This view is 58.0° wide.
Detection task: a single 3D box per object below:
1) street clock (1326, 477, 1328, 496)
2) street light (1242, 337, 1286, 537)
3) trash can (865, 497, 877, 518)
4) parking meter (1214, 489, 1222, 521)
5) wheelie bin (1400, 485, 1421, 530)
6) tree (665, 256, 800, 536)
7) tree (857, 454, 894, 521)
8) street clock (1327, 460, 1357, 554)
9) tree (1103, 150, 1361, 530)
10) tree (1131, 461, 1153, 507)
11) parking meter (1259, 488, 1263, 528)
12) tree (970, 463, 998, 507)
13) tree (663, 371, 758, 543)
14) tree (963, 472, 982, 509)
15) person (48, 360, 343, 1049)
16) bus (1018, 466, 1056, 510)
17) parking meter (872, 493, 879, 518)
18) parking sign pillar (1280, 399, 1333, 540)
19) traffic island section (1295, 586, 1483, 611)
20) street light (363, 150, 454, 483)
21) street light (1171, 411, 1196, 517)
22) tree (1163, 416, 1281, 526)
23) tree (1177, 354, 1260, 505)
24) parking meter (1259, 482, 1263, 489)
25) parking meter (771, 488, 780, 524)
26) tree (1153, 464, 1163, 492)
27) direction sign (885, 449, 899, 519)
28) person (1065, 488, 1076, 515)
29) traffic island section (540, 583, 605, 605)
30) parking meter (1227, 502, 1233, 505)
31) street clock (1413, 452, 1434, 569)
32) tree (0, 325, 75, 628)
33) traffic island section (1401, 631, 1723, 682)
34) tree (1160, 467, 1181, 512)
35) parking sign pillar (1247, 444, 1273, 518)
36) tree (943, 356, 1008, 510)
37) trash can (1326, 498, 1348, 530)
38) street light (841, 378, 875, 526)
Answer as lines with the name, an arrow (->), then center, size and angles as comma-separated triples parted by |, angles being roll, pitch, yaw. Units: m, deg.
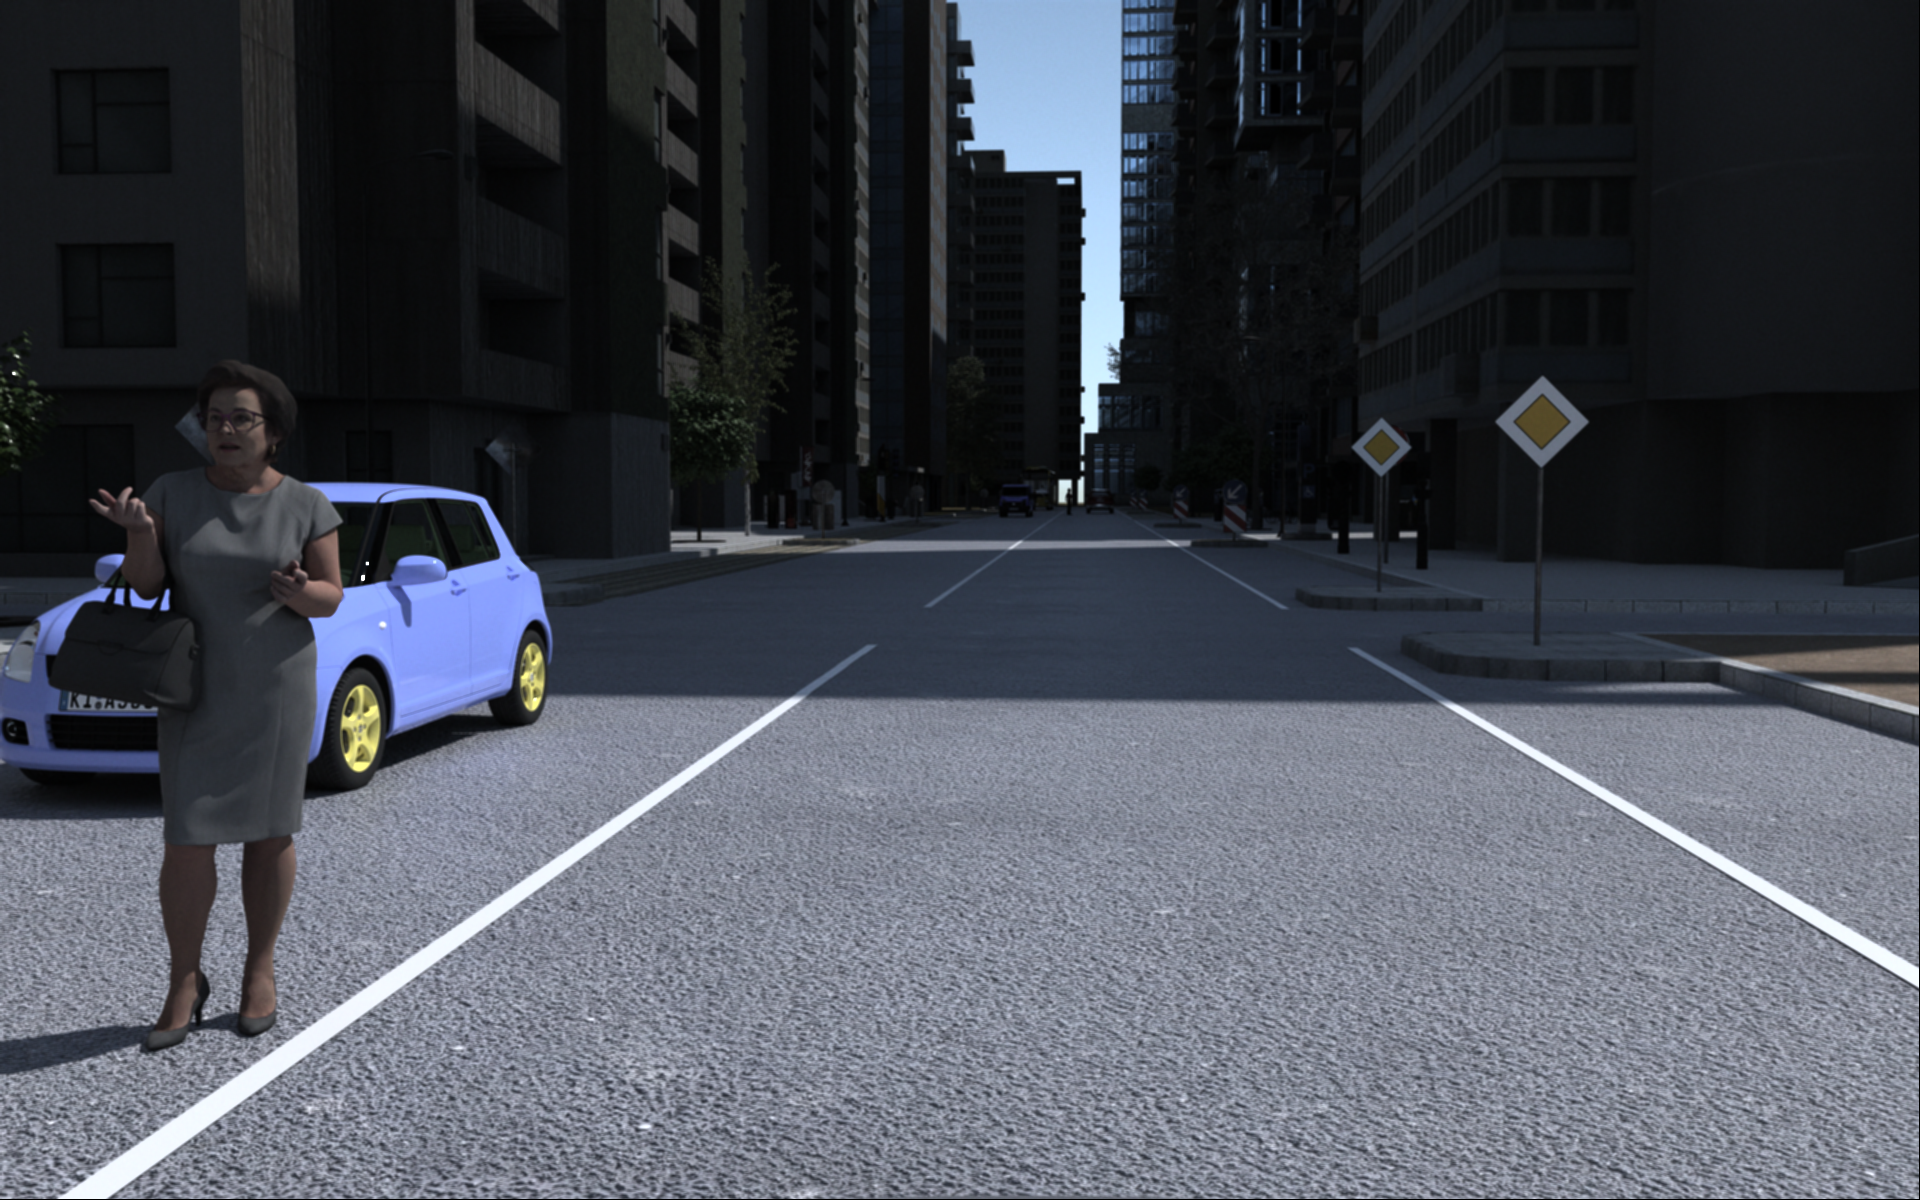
street clock -> 15.190, -4.062, 70.990 | 0.358, 2.002, 0.471 | 0, 4, -7
street light -> 9.033, -4.818, 51.322 | 1.470, 5.913, 1.316 | 0, 4, 4
trash can -> -4.687, -4.873, 91.326 | 0.748, 1.137, 0.748 | 0, 3, 0
parking meter -> 12.098, -4.448, 81.129 | 0.372, 1.533, 0.369 | 0, 3, 0
wheelie bin -> 15.855, -3.265, 61.291 | 0.693, 1.594, 0.980 | -3, 5, -39
tree -> -6.704, -6.259, 52.704 | 4.737, 8.622, 4.395 | 0, 3, 0
tree -> -4.227, -5.419, 83.199 | 1.663, 3.219, 1.824 | 0, 3, 0
street clock -> 8.251, -1.997, 37.215 | 0.471, 2.002, 0.358 | 3, 4, 38
tree -> 10.584, -9.247, 61.557 | 12.009, 13.543, 11.850 | 0, 3, 0
tree -> 18.588, -11.455, 171.006 | 4.285, 4.588, 4.351 | 0, 3, 0
parking meter -> 11.173, -3.457, 64.926 | 0.372, 1.533, 0.369 | 0, 3, 0
tree -> 2.281, -11.763, 176.042 | 4.285, 4.588, 4.351 | 0, 3, 0
tree -> -7.074, -3.828, 46.300 | 4.285, 4.588, 4.351 | 0, 3, 0
tree -> 0.931, -9.435, 148.860 | 1.663, 3.219, 1.824 | 0, 3, 0
person -> -1.983, 0.266, 4.513 | 0.716, 1.782, 0.532 | -1, 4, -17
bus -> 7.009, -9.962, 154.424 | 2.896, 3.916, 12.252 | 0, 4, 6
parking meter -> -4.613, -5.425, 94.415 | 0.255, 1.863, 0.399 | 1, 4, 16
parking sign pillar -> 9.719, -3.670, 48.470 | 1.447, 3.967, 1.447 | 0, 4, 7
traffic island section -> 5.500, -0.023, 22.652 | 2.009, 0.180, 2.903 | 0, 4, 4
street light -> -7.527, -3.122, 23.591 | 1.470, 5.913, 1.316 | 0, 4, 4
street light -> 12.521, -7.616, 97.066 | 1.470, 5.913, 1.316 | 0, 4, 4
tree -> 11.505, -5.343, 71.078 | 4.285, 4.588, 4.351 | 0, 3, 0
tree -> 13.093, -8.315, 86.316 | 4.360, 8.622, 3.978 | 0, 3, 0
parking meter -> 14.138, -4.642, 81.605 | 0.255, 1.863, 0.399 | 0, 4, 2
parking meter -> -7.937, -4.033, 74.344 | 0.372, 1.533, 0.369 | 0, 3, 0
tree -> 12.955, -6.759, 94.230 | 4.285, 4.588, 4.351 | 0, 3, 0
direction sign -> -3.494, -5.855, 87.731 | 0.876, 3.537, 0.379 | 1, 4, 23
person -> 7.502, -6.732, 118.502 | 0.705, 1.831, 1.348 | -2, 4, -24
traffic island section -> -6.059, -0.075, 23.511 | 2.009, 0.180, 2.903 | 0, 4, 4
parking meter -> 10.220, -3.473, 65.200 | 0.372, 1.533, 0.369 | 0, 3, 0
street clock -> 7.887, -1.525, 29.510 | 0.358, 2.002, 0.471 | 1, 4, 15
tree -> -9.698, -1.362, 16.872 | 1.663, 3.219, 1.824 | 0, 3, 0
traffic island section -> 4.910, 0.464, 14.689 | 2.009, 0.180, 2.903 | 0, 4, 4
tree -> 15.050, -7.850, 122.949 | 1.663, 3.219, 1.824 | 0, 3, 0
parking sign pillar -> 16.305, -6.466, 94.193 | 1.447, 3.967, 1.447 | 2, 4, 24
tree -> 0.289, -13.736, 142.711 | 7.486, 12.596, 7.792 | 0, 3, 0
trash can -> 13.350, -3.040, 61.365 | 0.748, 1.137, 0.748 | 0, 3, 0
street light -> -4.076, -5.920, 69.338 | 1.470, 5.913, 1.316 | 0, 4, 4
